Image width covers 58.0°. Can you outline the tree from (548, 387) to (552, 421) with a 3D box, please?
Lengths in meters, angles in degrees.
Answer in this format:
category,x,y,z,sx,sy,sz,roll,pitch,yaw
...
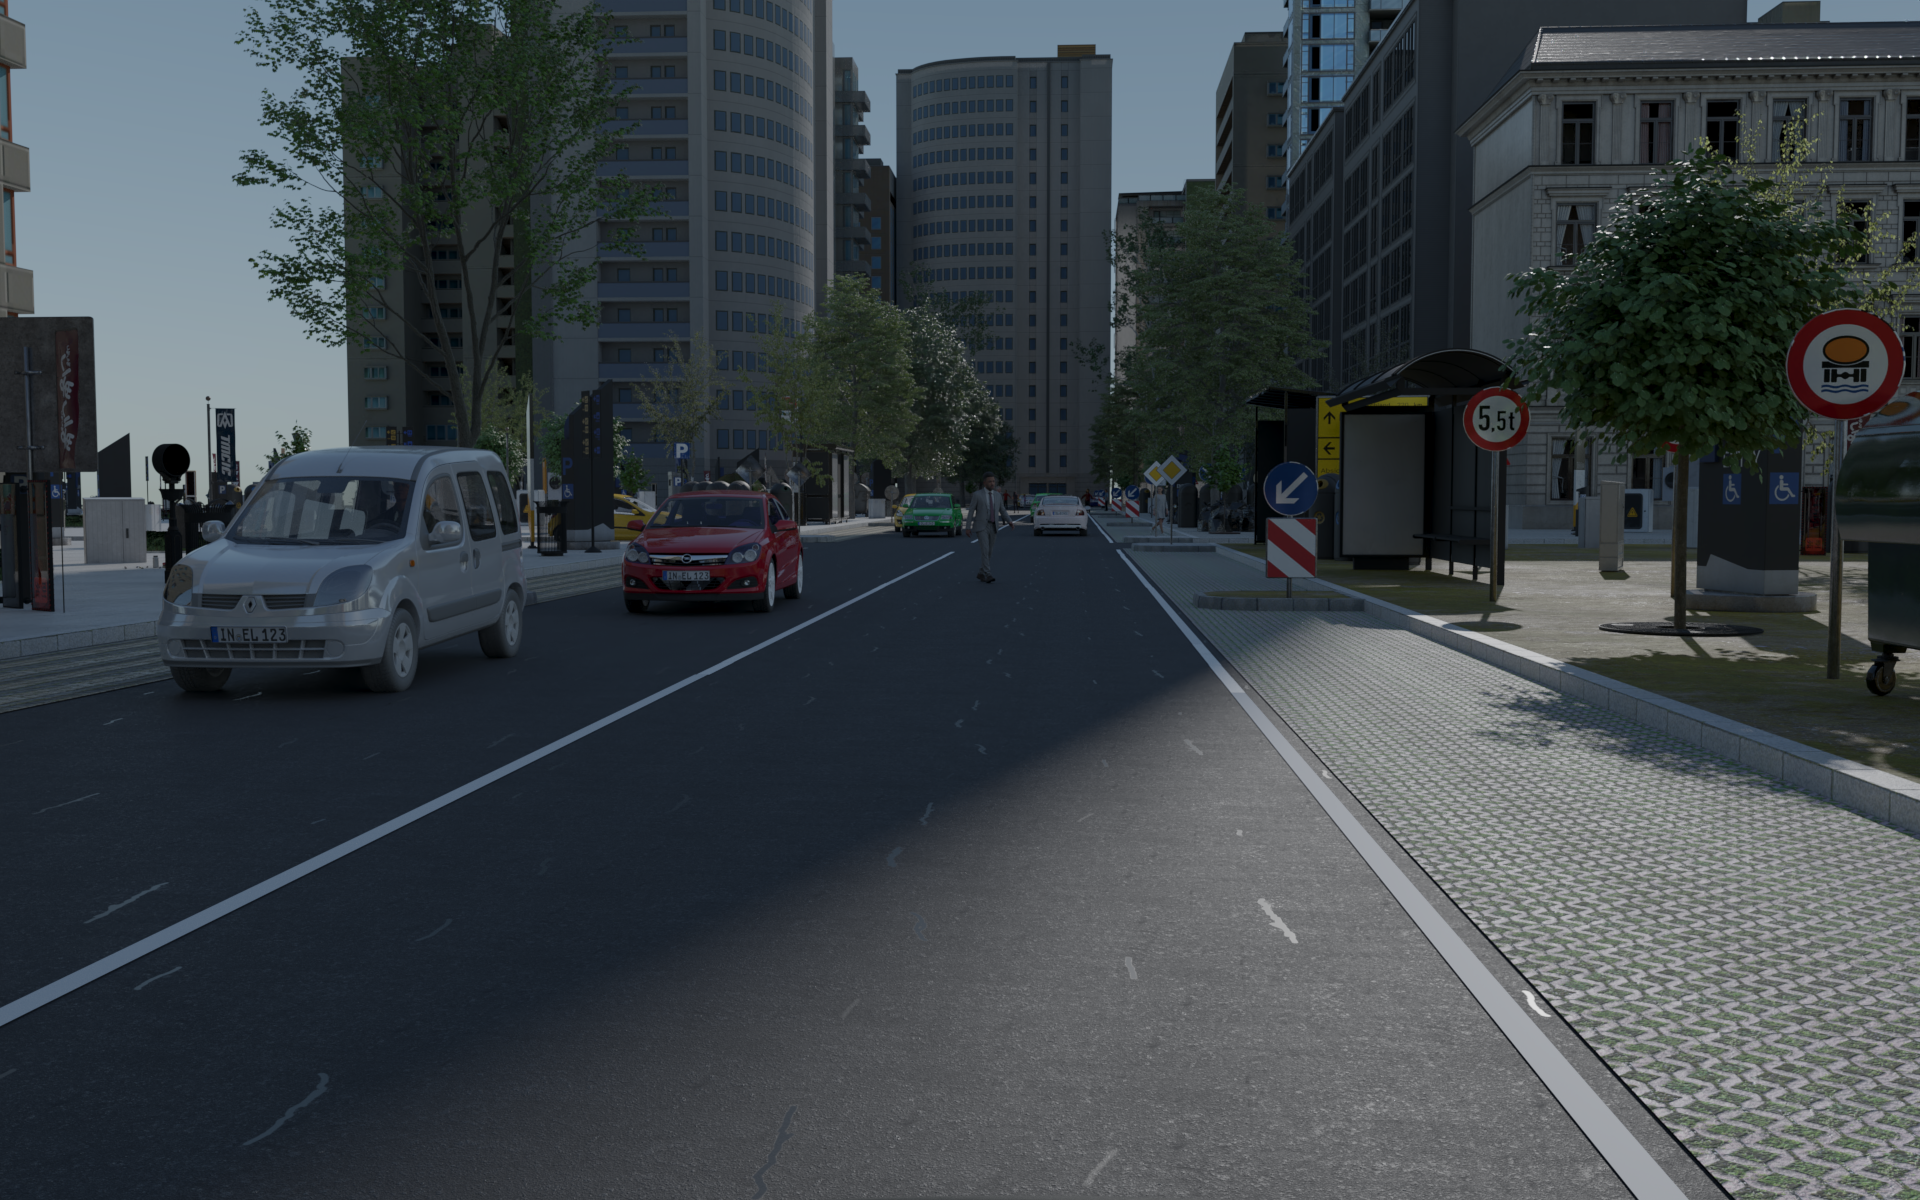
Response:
category,x,y,z,sx,sy,sz,roll,pitch,yaw
tree,-26.082,-9.263,101.817,4.737,8.622,4.395,0,3,0

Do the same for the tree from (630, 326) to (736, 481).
category,x,y,z,sx,sy,sz,roll,pitch,yaw
tree,-11.929,-7.646,75.378,4.360,8.622,3.978,0,3,0

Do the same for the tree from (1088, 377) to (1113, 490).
category,x,y,z,sx,sy,sz,roll,pitch,yaw
tree,14.074,-13.312,135.773,7.486,12.596,7.792,0,3,0

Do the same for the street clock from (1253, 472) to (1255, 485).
category,x,y,z,sx,sy,sz,roll,pitch,yaw
street clock,9.337,-3.019,53.932,0.358,2.002,0.471,-2,4,-28

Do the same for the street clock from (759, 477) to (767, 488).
category,x,y,z,sx,sy,sz,roll,pitch,yaw
street clock,-8.522,-4.294,74.772,0.358,2.002,0.471,1,4,11

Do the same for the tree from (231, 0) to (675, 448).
category,x,y,z,sx,sy,sz,roll,pitch,yaw
tree,-8.938,-6.451,31.233,9.928,11.665,9.643,0,3,0

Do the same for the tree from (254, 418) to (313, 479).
category,x,y,z,sx,sy,sz,roll,pitch,yaw
tree,-16.918,-3.049,44.449,1.663,3.219,1.824,0,3,0

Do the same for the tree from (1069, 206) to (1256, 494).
category,x,y,z,sx,sy,sz,roll,pitch,yaw
tree,13.504,-15.694,112.482,12.611,20.169,13.585,0,3,0

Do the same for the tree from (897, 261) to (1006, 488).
category,x,y,z,sx,sy,sz,roll,pitch,yaw
tree,-3.154,-17.601,143.670,12.611,20.169,13.585,0,3,0

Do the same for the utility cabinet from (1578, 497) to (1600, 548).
category,x,y,z,sx,sy,sz,roll,pitch,yaw
utility cabinet,15.327,-1.852,41.447,1.020,1.237,0.306,-1,4,-13

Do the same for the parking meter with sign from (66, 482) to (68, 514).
category,x,y,z,sx,sy,sz,roll,pitch,yaw
parking meter with sign,-59.194,-7.210,114.145,1.738,3.016,0.543,2,4,26

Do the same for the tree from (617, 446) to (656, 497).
category,x,y,z,sx,sy,sz,roll,pitch,yaw
tree,-13.203,-4.641,70.484,1.663,3.219,1.824,0,3,0

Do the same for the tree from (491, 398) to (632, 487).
category,x,y,z,sx,sy,sz,roll,pitch,yaw
tree,-12.891,-4.635,59.490,4.285,4.588,4.351,0,3,0

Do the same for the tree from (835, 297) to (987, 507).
category,x,y,z,sx,sy,sz,roll,pitch,yaw
tree,-3.437,-12.531,111.542,9.857,13.997,8.962,0,3,0

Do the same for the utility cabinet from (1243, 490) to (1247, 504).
category,x,y,z,sx,sy,sz,roll,pitch,yaw
utility cabinet,14.241,-4.712,85.725,1.173,1.500,0.318,-3,5,-43

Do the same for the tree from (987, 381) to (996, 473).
category,x,y,z,sx,sy,sz,roll,pitch,yaw
tree,-3.488,-13.271,123.635,9.857,13.997,8.962,0,3,0

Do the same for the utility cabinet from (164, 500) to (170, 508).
category,x,y,z,sx,sy,sz,roll,pitch,yaw
utility cabinet,-48.626,-5.985,106.530,0.318,1.500,1.173,-1,4,-8

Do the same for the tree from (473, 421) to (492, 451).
category,x,y,z,sx,sy,sz,roll,pitch,yaw
tree,-21.034,-5.770,78.060,4.285,4.588,4.351,0,3,0

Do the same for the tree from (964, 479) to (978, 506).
category,x,y,z,sx,sy,sz,roll,pitch,yaw
tree,1.241,-11.917,189.440,1.663,3.219,1.824,0,3,0

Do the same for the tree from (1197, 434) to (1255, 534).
category,x,y,z,sx,sy,sz,roll,pitch,yaw
tree,8.395,-3.739,55.727,1.663,3.219,1.824,0,3,0

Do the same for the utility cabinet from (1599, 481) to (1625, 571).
category,x,y,z,sx,sy,sz,roll,pitch,yaw
utility cabinet,10.907,-1.239,28.935,0.318,1.500,1.173,2,4,25

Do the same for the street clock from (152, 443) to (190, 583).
category,x,y,z,sx,sy,sz,roll,pitch,yaw
street clock,-11.286,-1.239,24.825,0.358,2.002,0.471,2,4,28

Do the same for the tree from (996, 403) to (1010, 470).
category,x,y,z,sx,sy,sz,roll,pitch,yaw
tree,0.285,-15.898,166.581,9.857,13.997,8.962,0,3,0

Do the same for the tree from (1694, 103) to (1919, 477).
category,x,y,z,sx,sy,sz,roll,pitch,yaw
tree,15.750,-5.051,32.951,4.360,8.622,3.978,0,3,0

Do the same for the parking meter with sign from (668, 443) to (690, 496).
category,x,y,z,sx,sy,sz,roll,pitch,yaw
parking meter with sign,-9.730,-3.868,59.511,0.543,3.016,1.738,-1,4,-21

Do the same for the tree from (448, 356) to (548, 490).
category,x,y,z,sx,sy,sz,roll,pitch,yaw
tree,-25.531,-8.721,92.948,4.737,8.622,4.395,0,3,0

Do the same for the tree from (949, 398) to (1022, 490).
category,x,y,z,sx,sy,sz,roll,pitch,yaw
tree,2.463,-17.336,200.446,9.611,12.733,9.660,0,3,0

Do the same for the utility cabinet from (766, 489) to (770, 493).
category,x,y,z,sx,sy,sz,roll,pitch,yaw
utility cabinet,-8.146,-4.182,77.049,0.318,1.500,1.173,-3,5,-40

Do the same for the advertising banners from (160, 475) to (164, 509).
category,x,y,z,sx,sy,sz,roll,pitch,yaw
advertising banners,-54.823,-7.522,119.168,0.090,3.025,2.074,-1,4,-11

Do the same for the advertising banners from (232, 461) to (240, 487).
category,x,y,z,sx,sy,sz,roll,pitch,yaw
advertising banners,-37.220,-5.792,90.892,2.074,3.025,0.090,-1,4,-11

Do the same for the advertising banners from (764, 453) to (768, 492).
category,x,y,z,sx,sy,sz,roll,pitch,yaw
advertising banners,-8.085,-4.659,72.361,0.090,3.025,2.074,-1,4,-8

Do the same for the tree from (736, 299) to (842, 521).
category,x,y,z,sx,sy,sz,roll,pitch,yaw
tree,-6.321,-7.010,64.968,4.737,8.622,4.395,0,3,0

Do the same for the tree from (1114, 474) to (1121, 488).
category,x,y,z,sx,sy,sz,roll,pitch,yaw
tree,16.761,-11.445,170.836,4.285,4.588,4.351,0,3,0

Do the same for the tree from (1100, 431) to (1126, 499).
category,x,y,z,sx,sy,sz,roll,pitch,yaw
tree,17.958,-14.917,194.254,4.360,8.622,3.978,0,3,0

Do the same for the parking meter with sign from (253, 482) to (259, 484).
category,x,y,z,sx,sy,sz,roll,pitch,yaw
parking meter with sign,-43.492,-6.804,107.512,1.738,3.016,0.543,0,4,-5

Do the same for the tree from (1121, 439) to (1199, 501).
category,x,y,z,sx,sy,sz,roll,pitch,yaw
tree,12.090,-7.076,99.405,4.285,4.588,4.351,0,3,0

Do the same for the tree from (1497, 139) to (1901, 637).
category,x,y,z,sx,sy,sz,roll,pitch,yaw
tree,6.833,-1.980,16.082,4.285,4.588,4.351,0,3,0

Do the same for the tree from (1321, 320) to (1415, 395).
category,x,y,z,sx,sy,sz,roll,pitch,yaw
tree,17.184,-7.467,72.454,4.360,8.622,3.978,0,3,0

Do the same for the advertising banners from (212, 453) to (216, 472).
category,x,y,z,sx,sy,sz,roll,pitch,yaw
advertising banners,-32.062,-4.824,75.056,0.090,3.025,2.074,0,4,-7

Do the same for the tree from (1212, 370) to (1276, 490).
category,x,y,z,sx,sy,sz,roll,pitch,yaw
tree,16.559,-9.140,99.795,4.360,8.622,3.978,0,3,0

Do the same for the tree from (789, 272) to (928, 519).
category,x,y,z,sx,sy,sz,roll,pitch,yaw
tree,-5.262,-10.459,89.139,7.486,12.596,7.792,0,3,0

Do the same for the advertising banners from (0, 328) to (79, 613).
category,x,y,z,sx,sy,sz,roll,pitch,yaw
advertising banners,-10.081,-1.391,18.932,2.074,3.025,0.090,3,4,39

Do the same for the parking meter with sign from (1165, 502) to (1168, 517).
category,x,y,z,sx,sy,sz,roll,pitch,yaw
parking meter with sign,12.162,-6.124,96.392,1.738,3.016,0.543,0,4,-6

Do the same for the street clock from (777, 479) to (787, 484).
category,x,y,z,sx,sy,sz,roll,pitch,yaw
street clock,-8.598,-4.831,83.560,0.471,2.002,0.358,2,4,27

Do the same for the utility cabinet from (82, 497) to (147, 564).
category,x,y,z,sx,sy,sz,roll,pitch,yaw
utility cabinet,-15.719,-1.287,32.212,1.020,1.237,0.306,-2,4,-34

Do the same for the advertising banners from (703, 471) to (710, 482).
category,x,y,z,sx,sy,sz,roll,pitch,yaw
advertising banners,-18.074,-8.128,129.075,2.074,3.025,0.090,0,4,-6

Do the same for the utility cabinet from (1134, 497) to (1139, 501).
category,x,y,z,sx,sy,sz,roll,pitch,yaw
utility cabinet,12.863,-7.015,123.372,1.173,1.500,0.318,-3,5,-43

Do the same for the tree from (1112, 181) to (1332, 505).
category,x,y,z,sx,sy,sz,roll,pitch,yaw
tree,9.799,-8.886,63.414,7.486,12.596,7.792,0,3,0
